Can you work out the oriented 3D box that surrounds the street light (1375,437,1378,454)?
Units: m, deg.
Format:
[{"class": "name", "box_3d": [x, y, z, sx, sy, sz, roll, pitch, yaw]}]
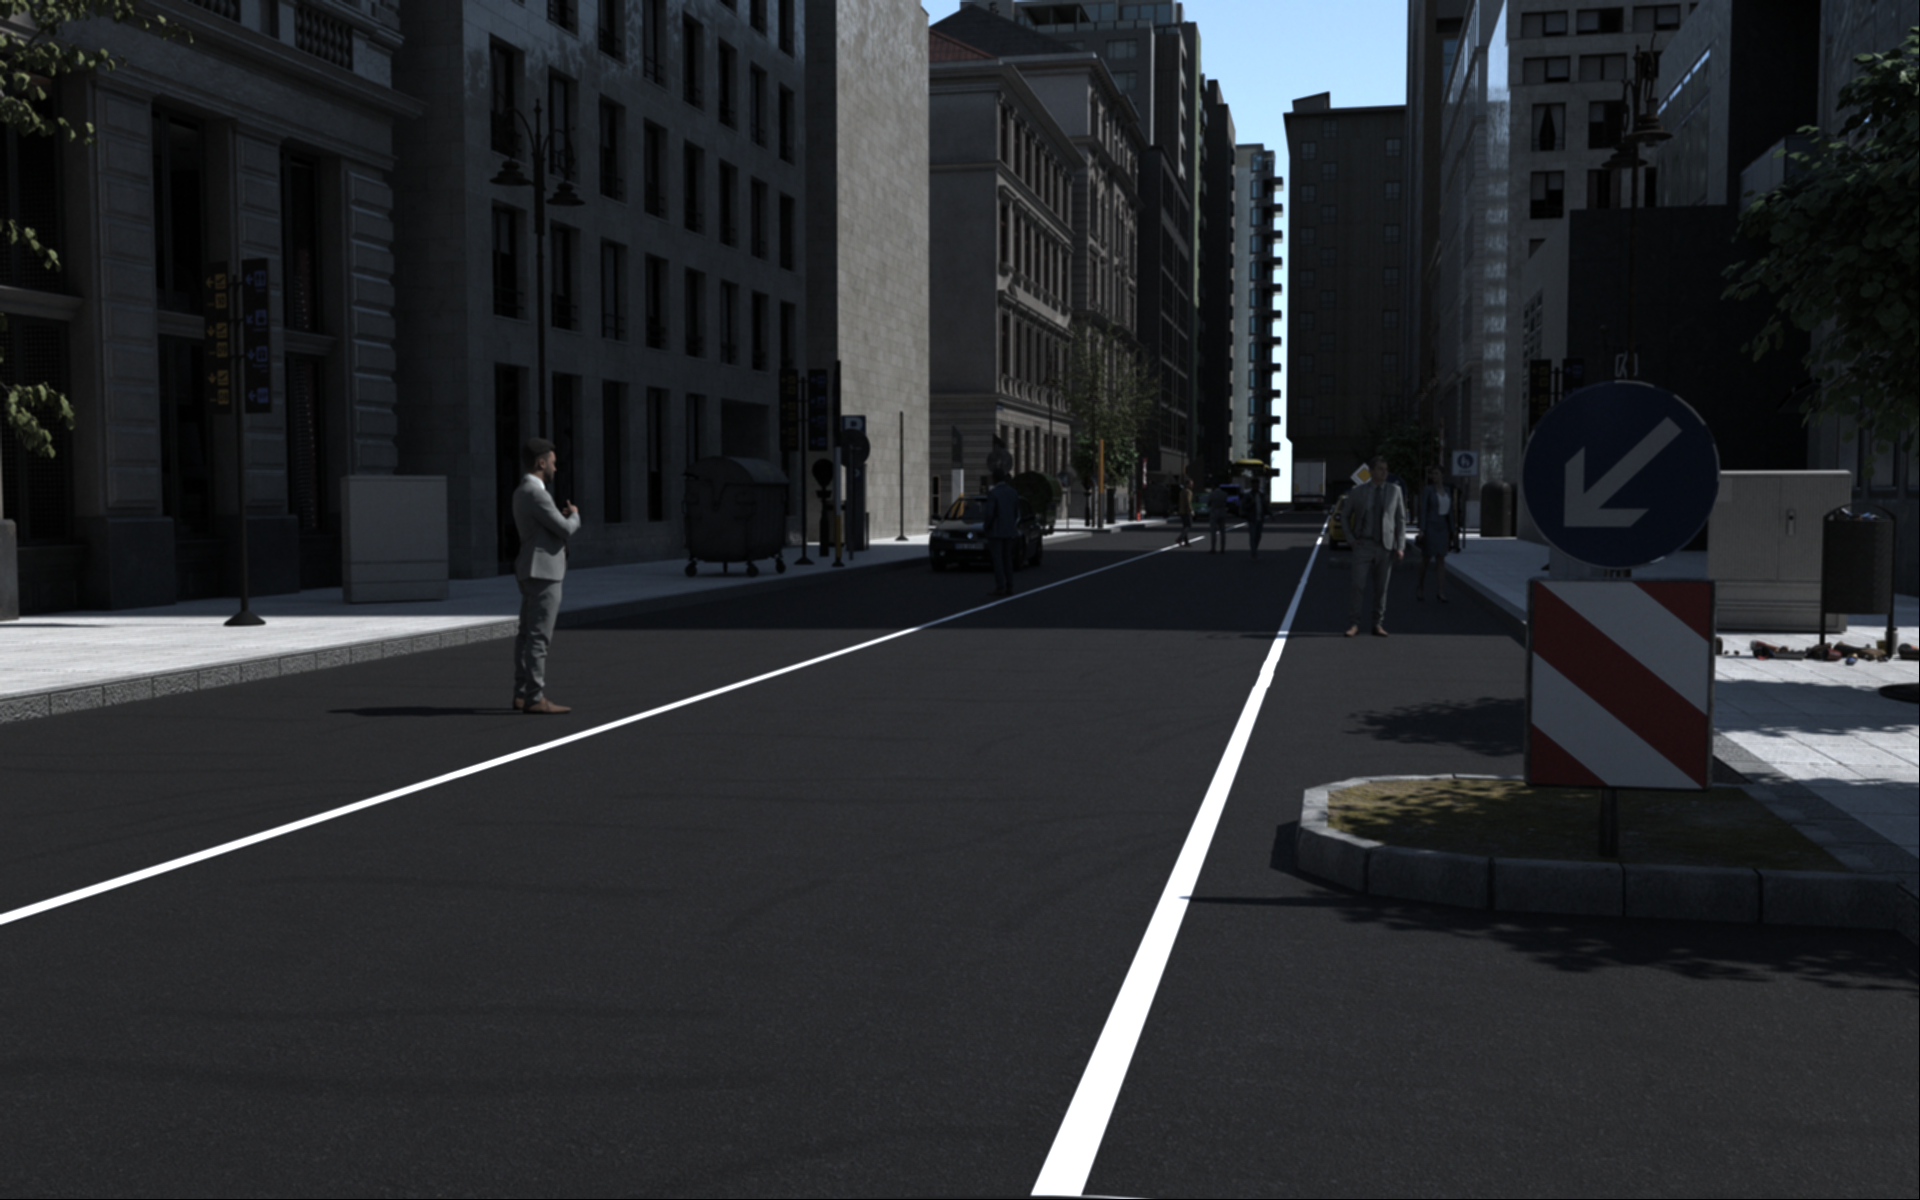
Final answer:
[{"class": "street light", "box_3d": [32.548, -9.949, 135.447, 0.468, 5.910, 1.993, 1, 4, 12]}]

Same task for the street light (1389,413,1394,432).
[{"class": "street light", "box_3d": [24.586, -7.727, 99.120, 0.468, 5.910, 1.993, 1, 4, 12]}]

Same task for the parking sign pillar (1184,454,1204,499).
[{"class": "parking sign pillar", "box_3d": [15.603, -7.785, 115.755, 1.447, 3.967, 1.447, -1, 4, -20]}]

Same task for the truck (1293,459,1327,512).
[{"class": "truck", "box_3d": [29.254, -9.540, 144.889, 2.839, 4.237, 11.283, 1, 4, 12]}]

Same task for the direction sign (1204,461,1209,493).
[{"class": "direction sign", "box_3d": [16.767, -7.766, 118.963, 0.379, 3.537, 0.876, -3, 5, -42]}]

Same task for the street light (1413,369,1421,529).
[{"class": "street light", "box_3d": [16.707, -5.512, 62.903, 0.468, 5.910, 1.993, 1, 4, 12]}]

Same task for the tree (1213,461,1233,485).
[{"class": "tree", "box_3d": [26.480, -11.356, 169.380, 4.285, 4.588, 4.351, 0, 3, 0]}]

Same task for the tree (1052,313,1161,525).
[{"class": "tree", "box_3d": [5.806, -7.376, 70.955, 4.737, 8.622, 4.395, 0, 3, 0]}]

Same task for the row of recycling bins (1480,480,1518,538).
[{"class": "row of recycling bins", "box_3d": [17.122, -2.734, 51.812, 3.534, 1.692, 1.069, -2, 4, -25]}]

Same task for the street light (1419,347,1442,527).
[{"class": "street light", "box_3d": [14.832, -4.994, 54.444, 0.468, 5.910, 1.993, 1, 4, 12]}]

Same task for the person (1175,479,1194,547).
[{"class": "person", "box_3d": [6.119, -2.351, 46.852, 0.656, 1.842, 0.836, 3, 5, 40]}]

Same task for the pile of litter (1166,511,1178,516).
[{"class": "pile of litter", "box_3d": [12.146, -5.292, 100.492, 1.176, 0.858, 1.719, 2, 4, 24]}]

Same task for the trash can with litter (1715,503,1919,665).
[{"class": "trash can with litter", "box_3d": [6.679, -0.165, 13.761, 2.233, 1.210, 1.678, 1, 4, 8]}]

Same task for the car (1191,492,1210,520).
[{"class": "car", "box_3d": [13.405, -5.238, 94.437, 1.959, 1.807, 4.718, 1, 4, 12]}]

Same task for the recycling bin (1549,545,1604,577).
[{"class": "recycling bin", "box_3d": [8.872, -0.735, 24.566, 0.722, 1.027, 0.722, -2, 4, -31]}]

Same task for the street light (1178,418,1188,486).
[{"class": "street light", "box_3d": [13.337, -8.008, 103.720, 0.468, 5.910, 1.993, 1, 4, 12]}]

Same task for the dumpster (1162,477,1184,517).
[{"class": "dumpster", "box_3d": [11.997, -5.857, 98.255, 1.502, 2.255, 1.985, 1, 4, 12]}]

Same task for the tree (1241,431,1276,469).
[{"class": "tree", "box_3d": [34.375, -15.271, 200.047, 4.360, 8.622, 3.978, 0, 3, 0]}]

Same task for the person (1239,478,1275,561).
[{"class": "person", "box_3d": [6.370, -1.745, 37.385, 0.623, 1.781, 0.721, -3, 5, -41]}]

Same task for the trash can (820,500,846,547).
[{"class": "trash can", "box_3d": [-3.038, -1.860, 42.067, 0.748, 1.137, 0.748, 0, 3, 0]}]

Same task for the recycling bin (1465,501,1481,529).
[{"class": "recycling bin", "box_3d": [19.237, -3.169, 64.368, 0.722, 1.027, 0.722, 0, 4, 3]}]

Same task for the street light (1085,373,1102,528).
[{"class": "street light", "box_3d": [5.100, -5.711, 66.171, 0.468, 5.910, 1.993, 1, 4, 12]}]

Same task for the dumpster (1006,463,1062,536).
[{"class": "dumpster", "box_3d": [2.279, -3.130, 53.668, 1.502, 2.255, 1.985, 1, 4, 12]}]

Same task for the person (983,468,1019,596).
[{"class": "person", "box_3d": [0.593, -0.969, 24.518, 0.419, 1.800, 0.721, 3, 5, 41]}]

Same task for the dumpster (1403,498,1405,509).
[{"class": "dumpster", "box_3d": [23.963, -5.492, 95.561, 1.264, 1.857, 1.865, 1, 4, 12]}]

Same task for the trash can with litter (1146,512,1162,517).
[{"class": "trash can with litter", "box_3d": [10.800, -5.215, 96.645, 1.055, 1.170, 0.624, 2, 4, 24]}]

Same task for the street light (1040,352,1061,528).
[{"class": "street light", "box_3d": [2.963, -5.122, 56.540, 0.468, 5.910, 1.993, 1, 4, 12]}]

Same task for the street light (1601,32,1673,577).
[{"class": "street light", "box_3d": [6.967, -2.764, 17.976, 0.468, 5.910, 1.993, 1, 4, 12]}]

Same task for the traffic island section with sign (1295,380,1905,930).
[{"class": "traffic island section with sign", "box_3d": [2.352, 0.111, 6.821, 1.989, 1.847, 2.006, 1, 4, 12]}]

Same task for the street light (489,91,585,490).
[{"class": "street light", "box_3d": [-4.933, -2.913, 20.411, 0.468, 5.910, 1.993, 1, 4, 12]}]

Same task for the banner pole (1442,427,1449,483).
[{"class": "banner pole", "box_3d": [17.980, -4.541, 64.259, 0.401, 3.779, 0.863, 2, 4, 33]}]

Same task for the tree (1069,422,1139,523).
[{"class": "tree", "box_3d": [6.295, -5.665, 76.341, 4.285, 4.588, 4.351, 0, 3, 0]}]

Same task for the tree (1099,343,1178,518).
[{"class": "tree", "box_3d": [8.613, -8.252, 85.279, 4.360, 8.622, 3.978, 0, 3, 0]}]

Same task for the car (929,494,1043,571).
[{"class": "car", "box_3d": [0.545, -1.455, 33.573, 2.009, 1.686, 4.222, 1, 4, 10]}]

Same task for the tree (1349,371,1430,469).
[{"class": "tree", "box_3d": [25.686, -9.318, 102.713, 4.360, 8.622, 3.978, 0, 3, 0]}]

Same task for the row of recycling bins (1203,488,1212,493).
[{"class": "row of recycling bins", "box_3d": [17.653, -7.127, 123.643, 1.069, 1.692, 3.534, 1, 4, 15]}]

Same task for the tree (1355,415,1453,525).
[{"class": "tree", "box_3d": [18.680, -5.372, 71.547, 4.285, 4.588, 4.351, 0, 3, 0]}]

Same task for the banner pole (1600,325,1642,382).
[{"class": "banner pole", "box_3d": [9.682, -2.176, 25.595, 0.401, 3.779, 0.863, -2, 4, -35]}]

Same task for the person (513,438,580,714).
[{"class": "person", "box_3d": [-2.714, -0.168, 11.422, 0.466, 1.800, 0.511, -3, 5, -39]}]

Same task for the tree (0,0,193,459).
[{"class": "tree", "box_3d": [-6.901, -3.672, 10.396, 4.737, 8.622, 4.395, 0, 3, 0]}]

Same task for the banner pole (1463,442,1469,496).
[{"class": "banner pole", "box_3d": [24.360, -5.712, 83.404, 0.401, 3.779, 0.863, 2, 4, 33]}]

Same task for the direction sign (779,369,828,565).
[{"class": "direction sign", "box_3d": [-2.844, -2.416, 31.505, 0.876, 3.537, 0.379, 0, 4, 3]}]

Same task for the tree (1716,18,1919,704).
[{"class": "tree", "box_3d": [6.521, -1.653, 10.748, 4.285, 4.588, 4.351, 0, 3, 0]}]

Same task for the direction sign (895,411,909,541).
[{"class": "direction sign", "box_3d": [-1.608, -3.410, 47.756, 0.379, 3.537, 0.876, 0, 4, 1]}]

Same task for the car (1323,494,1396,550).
[{"class": "car", "box_3d": [10.591, -2.167, 45.647, 2.015, 1.641, 3.980, 1, 4, 11]}]

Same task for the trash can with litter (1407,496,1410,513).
[{"class": "trash can with litter", "box_3d": [30.418, -6.416, 116.280, 0.624, 1.170, 1.055, 3, 4, 36]}]

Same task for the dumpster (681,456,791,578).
[{"class": "dumpster", "box_3d": [-3.542, -1.320, 27.347, 1.264, 1.857, 1.865, 1, 4, 12]}]

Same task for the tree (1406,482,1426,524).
[{"class": "tree", "box_3d": [19.735, -4.915, 74.966, 1.663, 3.219, 1.824, 0, 3, 0]}]

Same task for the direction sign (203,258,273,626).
[{"class": "direction sign", "box_3d": [-7.014, -1.522, 16.881, 0.876, 3.537, 0.379, 2, 4, 26]}]

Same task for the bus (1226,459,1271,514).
[{"class": "bus", "box_3d": [21.057, -8.199, 125.593, 2.896, 3.916, 12.252, 1, 4, 12]}]

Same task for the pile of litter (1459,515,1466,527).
[{"class": "pile of litter", "box_3d": [19.213, -3.253, 67.153, 1.176, 0.858, 1.719, -2, 4, -34]}]

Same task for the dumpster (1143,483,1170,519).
[{"class": "dumpster", "box_3d": [10.292, -5.200, 90.785, 1.264, 1.857, 1.865, 1, 4, 12]}]

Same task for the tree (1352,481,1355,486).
[{"class": "tree", "box_3d": [21.155, -5.923, 80.548, 4.285, 4.588, 4.351, 0, 3, 0]}]

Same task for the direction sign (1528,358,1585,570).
[{"class": "direction sign", "box_3d": [9.996, -2.269, 29.102, 0.876, 3.537, 0.379, 2, 4, 30]}]
